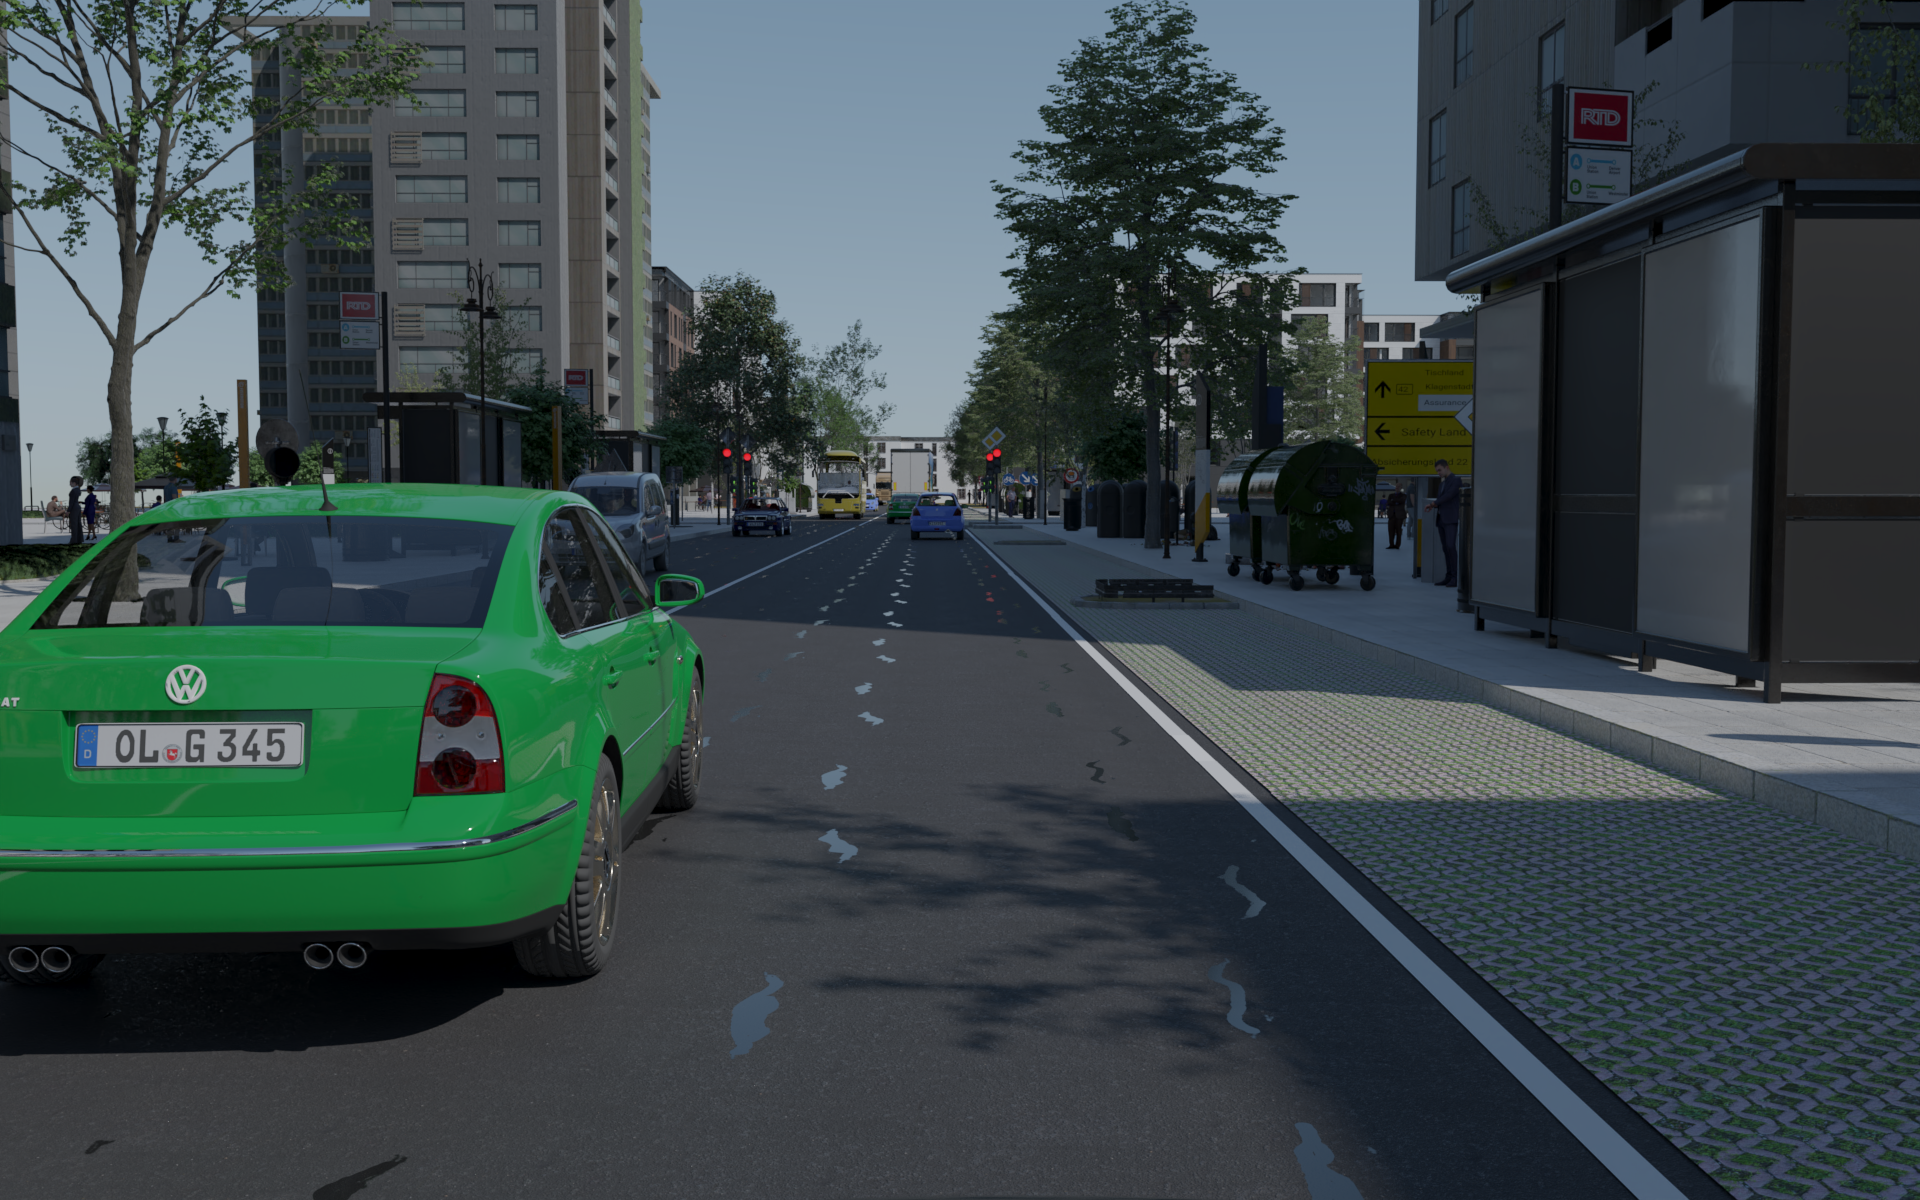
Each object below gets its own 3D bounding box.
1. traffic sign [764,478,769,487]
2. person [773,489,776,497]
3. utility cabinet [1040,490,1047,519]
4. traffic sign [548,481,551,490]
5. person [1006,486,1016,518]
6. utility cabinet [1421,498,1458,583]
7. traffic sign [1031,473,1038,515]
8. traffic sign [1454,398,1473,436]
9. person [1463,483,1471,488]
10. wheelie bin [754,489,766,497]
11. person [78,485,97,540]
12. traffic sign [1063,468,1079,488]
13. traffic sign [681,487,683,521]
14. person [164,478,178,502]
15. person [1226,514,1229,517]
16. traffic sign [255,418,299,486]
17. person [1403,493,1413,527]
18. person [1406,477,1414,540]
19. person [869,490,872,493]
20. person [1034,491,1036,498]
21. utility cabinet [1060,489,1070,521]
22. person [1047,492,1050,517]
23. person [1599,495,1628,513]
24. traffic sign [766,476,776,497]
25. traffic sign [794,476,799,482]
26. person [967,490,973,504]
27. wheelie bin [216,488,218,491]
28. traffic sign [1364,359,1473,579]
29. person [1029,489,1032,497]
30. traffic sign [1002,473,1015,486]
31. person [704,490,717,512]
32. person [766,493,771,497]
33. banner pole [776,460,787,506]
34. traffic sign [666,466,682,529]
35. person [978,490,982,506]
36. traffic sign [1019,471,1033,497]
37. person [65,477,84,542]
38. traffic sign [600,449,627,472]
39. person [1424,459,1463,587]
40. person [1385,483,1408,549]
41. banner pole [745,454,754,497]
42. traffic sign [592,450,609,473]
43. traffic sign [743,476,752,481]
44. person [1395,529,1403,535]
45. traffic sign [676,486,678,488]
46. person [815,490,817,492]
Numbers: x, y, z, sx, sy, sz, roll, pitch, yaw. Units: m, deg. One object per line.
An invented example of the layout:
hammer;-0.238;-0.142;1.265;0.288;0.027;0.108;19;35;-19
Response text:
traffic sign;-14.708;-8.022;131.165;0.884;2.594;0.081;0;4;0
person;-19.524;-10.882;183.969;0.705;1.822;1.348;2;4;26
utility cabinet;4.261;-4.882;88.492;0.318;1.500;1.173;0;4;6
traffic sign;-11.131;-2.867;46.976;0.768;2.556;0.104;0;4;4
person;2.867;-5.363;94.660;0.756;1.711;0.436;-2;4;-35
utility cabinet;7.216;-0.859;25.207;1.020;1.237;0.306;-2;4;-24
traffic sign;4.662;-6.472;105.921;0.768;2.556;0.104;0;4;2
traffic sign;6.295;-1.280;20.665;0.795;2.593;0.064;0;4;-1
person;11.913;-1.998;40.917;0.429;1.552;0.499;0;4;7
wheelie bin;-12.551;-6.167;108.735;0.693;1.594;0.980;1;4;21
person;-24.182;-2.416;47.914;0.546;1.535;0.453;-1;4;-15
traffic sign;5.364;-5.094;83.396;0.768;2.556;0.104;0;4;7
traffic sign;-13.165;-5.012;82.047;0.768;2.556;0.104;0;4;7
person;-20.687;-2.412;45.612;0.434;1.807;0.598;-3;5;-40
person;14.844;-5.329;96.413;0.697;1.427;0.421;3;5;39
traffic sign;-11.519;-1.781;29.227;0.768;2.556;0.104;0;4;5
person;17.701;-3.680;68.274;0.319;1.574;0.516;-3;5;-42
person;12.733;-2.594;48.575;0.434;1.807;0.598;1;4;13
person;-8.348;-9.379;161.976;0.705;1.807;1.348;1;4;20
person;9.095;-12.106;204.657;0.721;1.739;1.217;3;5;40
utility cabinet;4.981;-4.444;81.335;0.318;1.500;1.173;-1;4;-9
person;4.796;-5.556;97.611;0.376;1.734;0.841;2;4;26
person;13.416;-1.751;35.208;0.750;1.759;0.617;-1;4;-22
traffic sign;-13.587;-7.613;124.580;0.768;2.556;0.104;1;4;9
traffic sign;-11.449;-7.352;119.942;0.795;2.593;0.064;0;4;1
person;1.265;-13.587;227.815;0.705;1.869;1.348;-3;5;-40
wheelie bin;-34.739;-4.432;80.369;0.980;1.594;0.693;-1;4;-22
traffic sign;7.229;-1.977;26.189;2.265;3.308;0.079;0;3;0
person;6.137;-9.138;156.252;0.742;1.727;0.445;0;4;5
traffic sign;2.978;-6.478;106.029;0.768;2.556;0.104;0;4;1
person;-17.667;-7.005;122.527;0.963;1.587;0.435;0;4;3
person;-10.706;-5.315;96.859;0.435;1.345;0.340;3;5;42
banner pole;-11.899;-7.720;116.246;0.863;3.779;0.401;-1;4;-16
traffic sign;-10.558;-3.781;63.953;0.606;2.300;0.079;0;4;4
person;2.116;-11.051;187.169;0.683;1.767;0.568;3;4;38
traffic sign;3.705;-5.956;97.482;0.768;2.556;0.104;0;4;2
person;-23.033;-2.333;44.982;0.445;1.727;0.742;-2;4;-35
traffic sign;-9.896;-3.029;49.521;0.884;2.594;0.081;0;4;4
person;6.702;-1.074;24.058;0.568;1.767;0.683;-1;4;-14
person;10.157;-1.953;40.252;0.482;1.546;0.388;3;4;36
banner pole;-12.805;-7.077;105.732;0.401;3.779;0.863;3;5;42
traffic sign;-10.307;-3.082;50.397;0.884;2.594;0.081;0;4;8
traffic sign;-12.954;-6.519;106.324;0.795;2.593;0.064;0;4;3
person;13.569;-2.282;53.823;0.381;0.543;0.357;2;4;24
traffic sign;-13.238;-4.955;81.124;0.768;2.556;0.104;0;4;4
person;-16.742;-11.818;199.793;0.750;1.759;0.617;-1;4;-17
